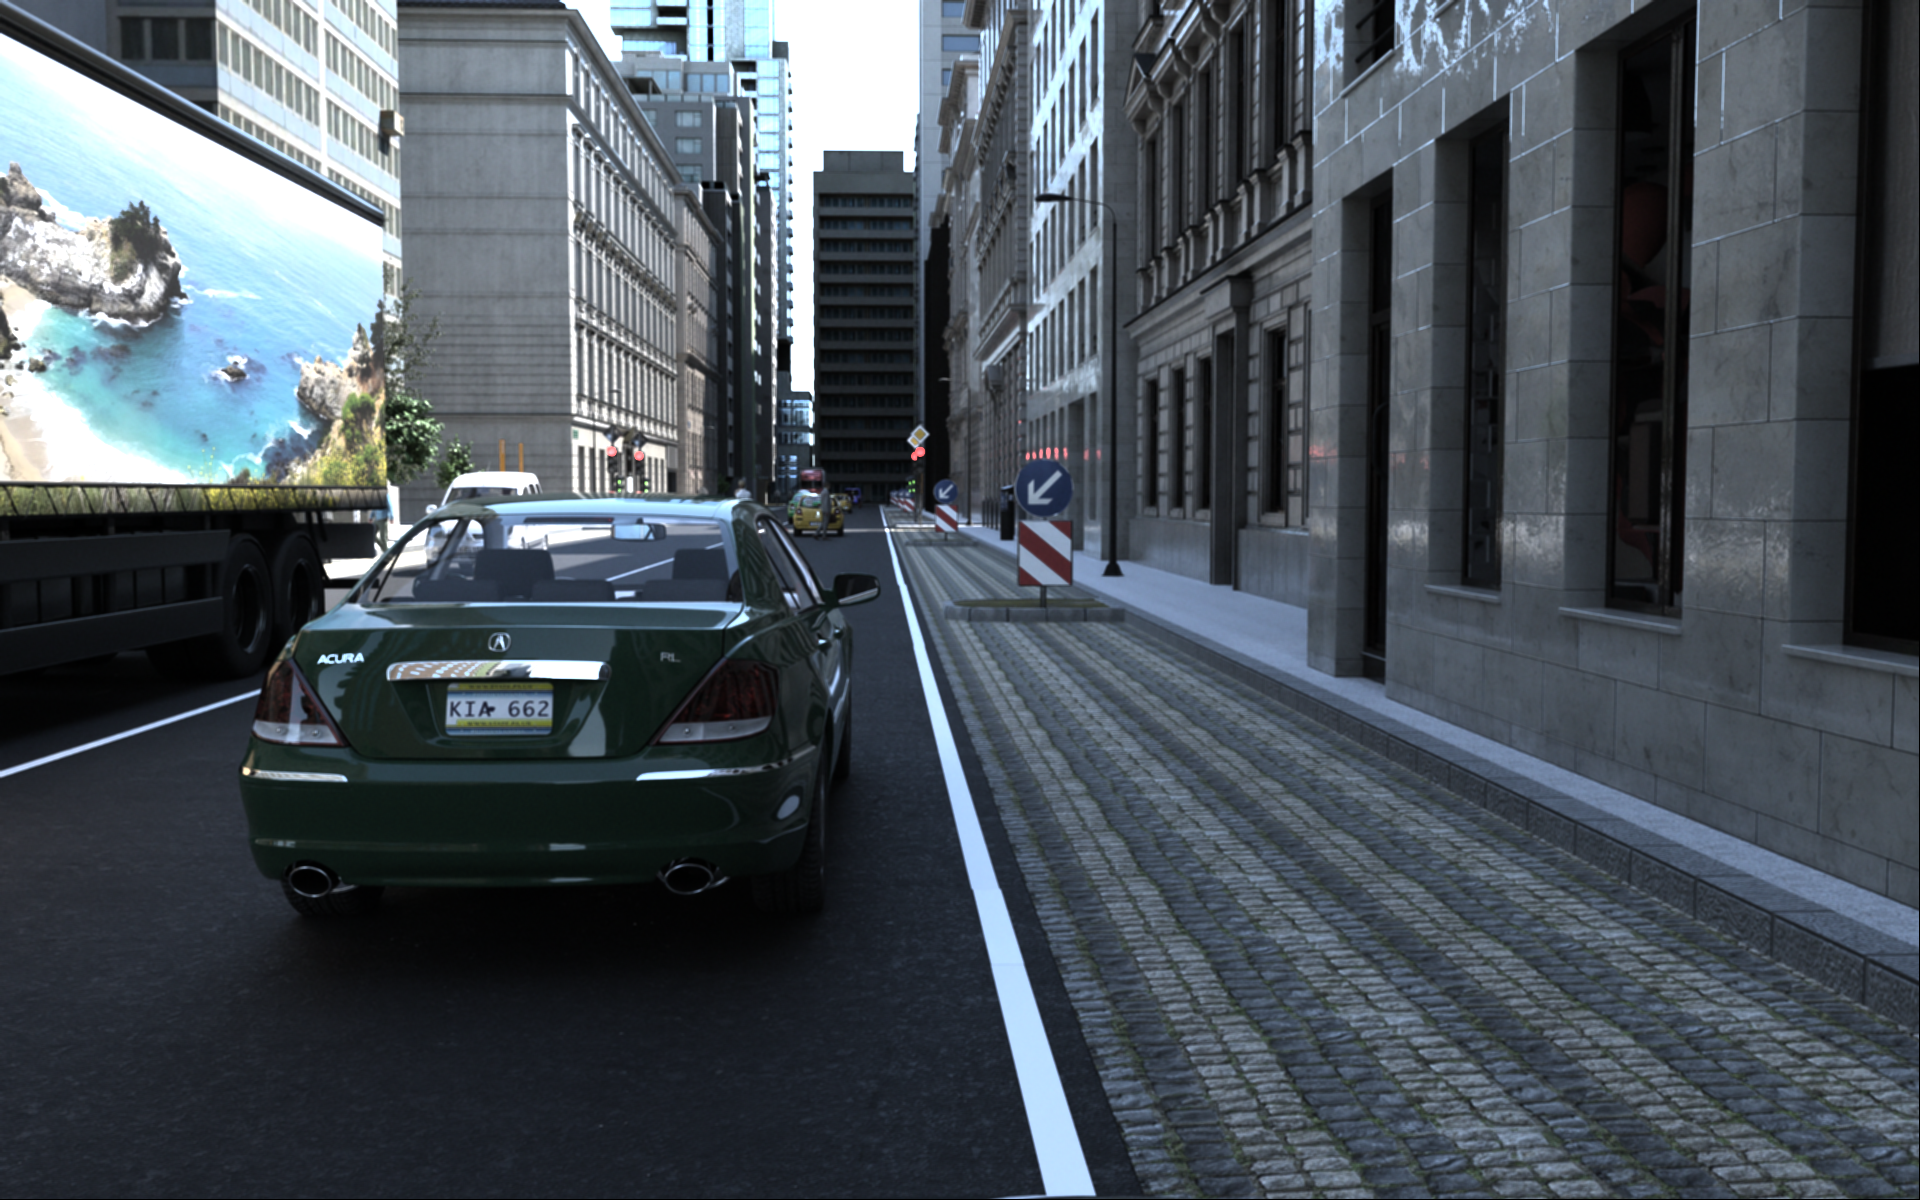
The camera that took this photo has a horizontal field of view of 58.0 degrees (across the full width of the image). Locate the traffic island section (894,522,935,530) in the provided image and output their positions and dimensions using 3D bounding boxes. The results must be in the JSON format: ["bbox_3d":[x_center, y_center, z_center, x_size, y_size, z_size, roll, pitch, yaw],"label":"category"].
[{"bbox_3d":[-1.592,-2.923,70.074,2.009,0.180,2.903,0,4,-3],"label":"traffic island section"}]

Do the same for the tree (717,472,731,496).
[{"bbox_3d":[-20.913,-9.530,150.419,1.663,3.219,1.824,0,3,0],"label":"tree"}]

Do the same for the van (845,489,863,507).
[{"bbox_3d":[-12.017,-11.647,194.808,2.240,2.365,5.245,0,4,-2],"label":"van"}]

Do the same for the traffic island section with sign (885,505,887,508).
[{"bbox_3d":[-4.447,-7.406,129.721,1.989,1.847,2.006,0,4,-3],"label":"traffic island section with sign"}]

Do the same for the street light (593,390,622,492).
[{"bbox_3d":[-15.740,-6.398,77.154,1.470,5.913,1.316,0,4,-3],"label":"street light"}]

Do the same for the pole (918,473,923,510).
[{"bbox_3d":[-3.042,-8.835,138.292,0.158,3.312,0.155,0,3,0],"label":"pole"}]

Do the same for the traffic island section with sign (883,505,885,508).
[{"bbox_3d":[-6.839,-10.463,179.689,1.989,1.847,2.006,0,4,-3],"label":"traffic island section with sign"}]

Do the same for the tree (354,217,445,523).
[{"bbox_3d":[-14.784,-5.624,42.317,4.360,8.622,3.978,0,3,0],"label":"tree"}]

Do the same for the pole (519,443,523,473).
[{"bbox_3d":[-17.573,-4.622,69.410,0.158,3.312,0.155,0,3,0],"label":"pole"}]

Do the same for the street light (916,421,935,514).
[{"bbox_3d":[-2.129,-8.427,110.320,1.470,5.913,1.316,0,4,-3],"label":"street light"}]

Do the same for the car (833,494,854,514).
[{"bbox_3d":[-8.901,-7.255,128.836,2.015,1.641,3.980,0,4,-1],"label":"car"}]

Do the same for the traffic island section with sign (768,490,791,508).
[{"bbox_3d":[-18.855,-10.437,179.264,1.989,1.847,2.006,0,4,-3],"label":"traffic island section with sign"}]

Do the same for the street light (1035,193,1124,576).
[{"bbox_3d":[1.854,-3.327,26.945,1.470,5.913,1.316,0,4,-3],"label":"street light"}]

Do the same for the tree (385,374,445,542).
[{"bbox_3d":[-15.710,-3.871,47.008,4.285,4.588,4.351,0,3,0],"label":"tree"}]

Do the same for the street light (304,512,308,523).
[{"bbox_3d":[-13.844,-4.005,38.017,1.470,5.913,1.316,0,4,-3],"label":"street light"}]

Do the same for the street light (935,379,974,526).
[{"bbox_3d":[-0.155,-5.951,69.834,1.470,5.913,1.316,0,4,-3],"label":"street light"}]

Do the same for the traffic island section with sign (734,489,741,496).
[{"bbox_3d":[-16.467,-7.380,129.283,1.989,1.847,2.006,0,4,-3],"label":"traffic island section with sign"}]

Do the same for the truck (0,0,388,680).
[{"bbox_3d":[-6.622,-1.370,11.316,2.839,4.237,11.283,0,4,-2],"label":"truck"}]

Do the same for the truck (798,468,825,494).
[{"bbox_3d":[-15.942,-12.162,187.754,2.839,4.237,11.283,0,4,-3],"label":"truck"}]

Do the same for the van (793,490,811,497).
[{"bbox_3d":[-15.589,-10.134,172.710,2.013,2.044,4.112,0,4,-4],"label":"van"}]

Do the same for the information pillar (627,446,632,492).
[{"bbox_3d":[-16.292,-5.751,85.386,0.183,3.616,0.504,1,4,11],"label":"information pillar"}]

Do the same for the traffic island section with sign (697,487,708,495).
[{"bbox_3d":[-15.166,-5.728,102.278,1.989,1.847,2.006,0,4,-3],"label":"traffic island section with sign"}]

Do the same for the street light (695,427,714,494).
[{"bbox_3d":[-17.746,-9.022,120.049,1.470,5.913,1.316,0,4,-3],"label":"street light"}]

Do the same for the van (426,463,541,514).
[{"bbox_3d":[-8.713,-1.531,32.048,2.013,2.044,4.112,0,4,-5],"label":"van"}]

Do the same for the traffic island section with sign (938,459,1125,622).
[{"bbox_3d":[0.802,-0.706,20.170,1.989,1.847,2.006,0,4,-3],"label":"traffic island section with sign"}]

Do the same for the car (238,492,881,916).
[{"bbox_3d":[-1.410,0.272,7.344,2.131,1.459,4.920,0,4,-2],"label":"car"}]

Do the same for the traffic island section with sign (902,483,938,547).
[{"bbox_3d":[-0.520,-2.394,47.764,1.989,1.847,2.006,0,4,-3],"label":"traffic island section with sign"}]

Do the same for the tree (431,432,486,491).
[{"bbox_3d":[-15.588,-3.638,54.091,1.663,3.219,1.824,0,3,0],"label":"tree"}]

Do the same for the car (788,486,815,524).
[{"bbox_3d":[-7.419,-4.635,84.582,1.959,1.807,4.718,0,4,-2],"label":"car"}]

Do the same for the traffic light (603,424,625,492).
[{"bbox_3d":[-13.879,-4.920,69.358,0.839,4.253,0.868,0,4,-3],"label":"traffic light"}]

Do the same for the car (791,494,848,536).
[{"bbox_3d":[-4.879,-3.045,60.005,2.015,1.641,3.980,0,4,-3],"label":"car"}]

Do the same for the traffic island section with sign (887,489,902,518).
[{"bbox_3d":[-3.148,-5.749,102.621,1.989,1.847,2.006,0,4,-3],"label":"traffic island section with sign"}]

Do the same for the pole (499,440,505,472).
[{"bbox_3d":[-17.128,-4.344,64.872,0.158,3.312,0.155,0,3,0],"label":"pole"}]
